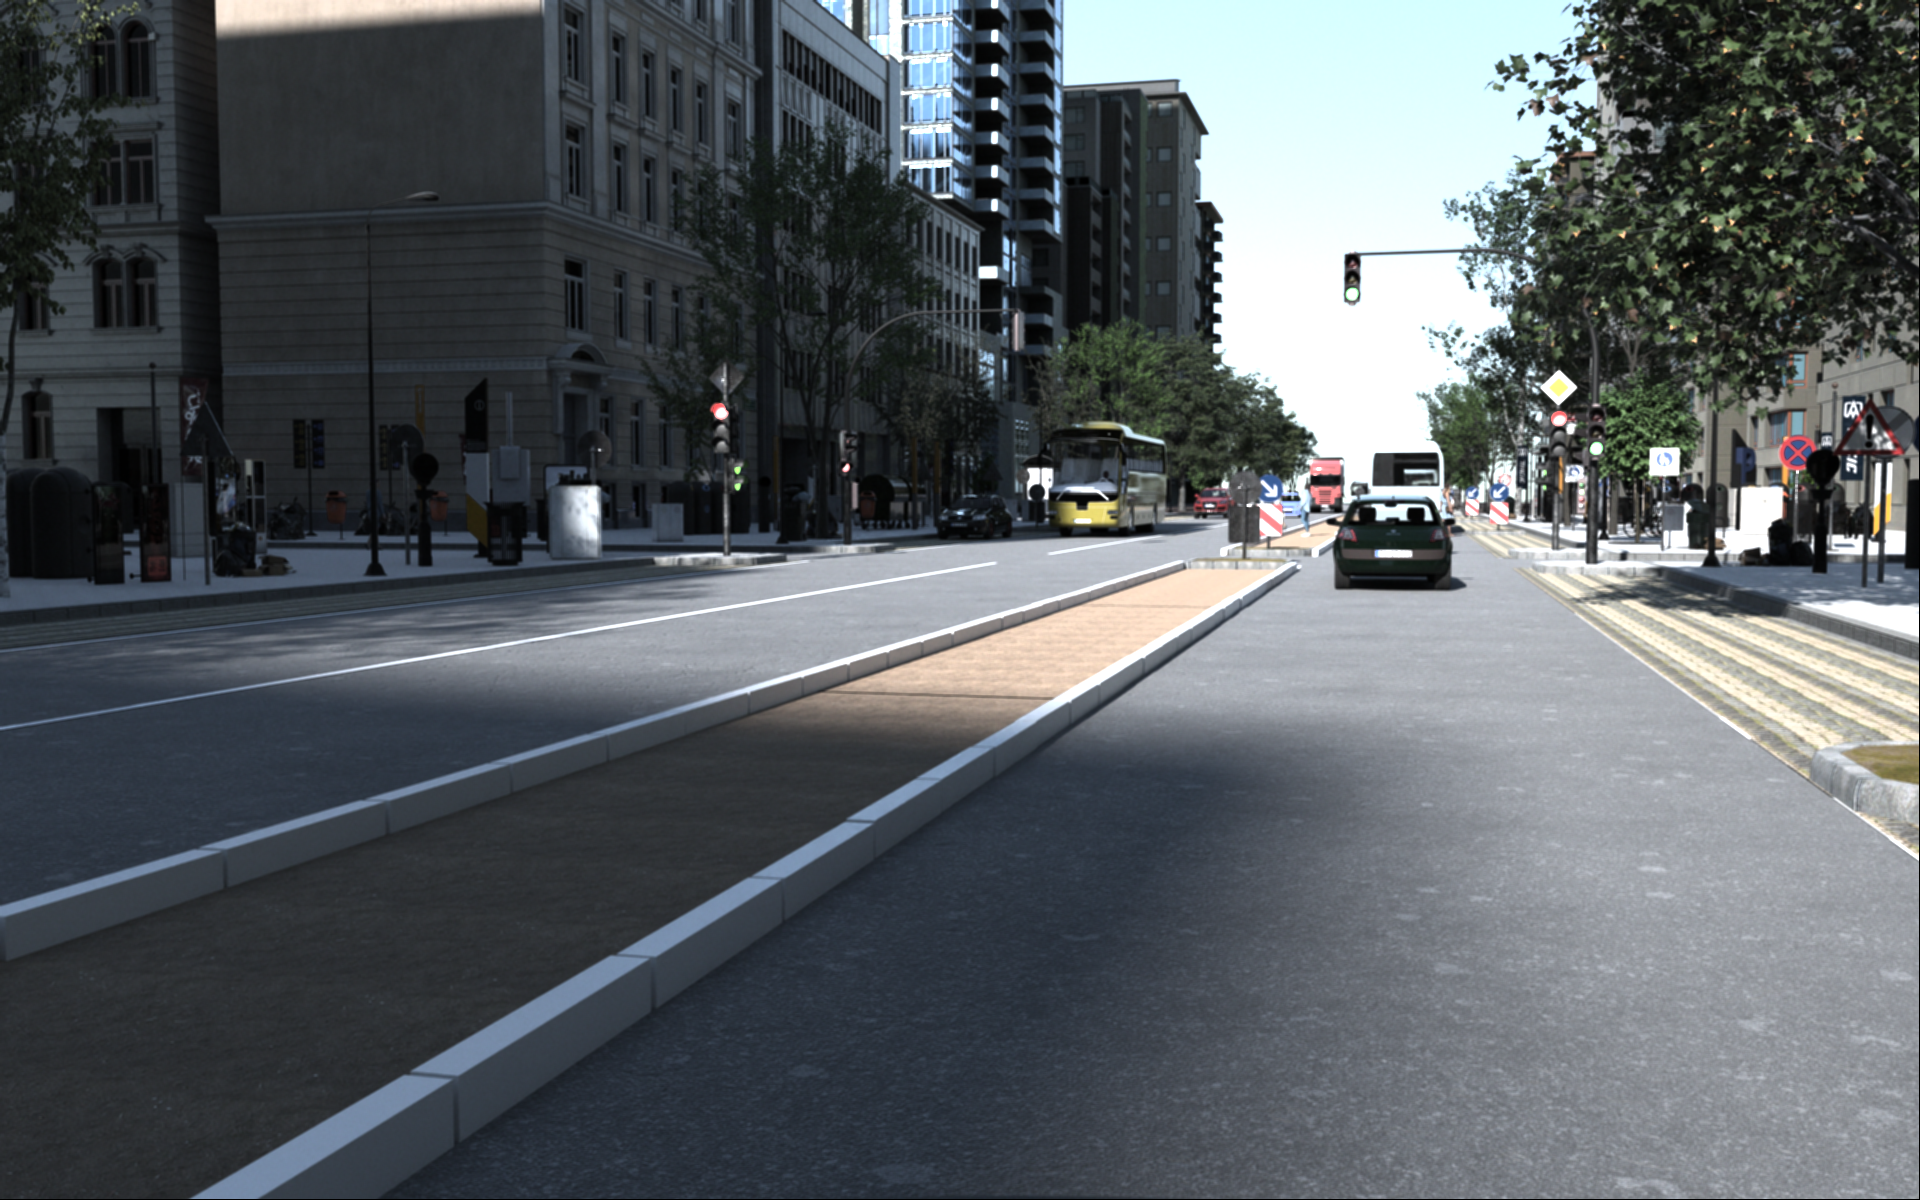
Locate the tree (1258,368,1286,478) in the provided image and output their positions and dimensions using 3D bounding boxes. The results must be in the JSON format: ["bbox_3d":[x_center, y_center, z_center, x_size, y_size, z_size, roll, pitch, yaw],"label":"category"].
[{"bbox_3d":[28.088,-16.373,174.359,9.857,13.997,8.962,0,3,0],"label":"tree"}]

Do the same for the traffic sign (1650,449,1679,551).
[{"bbox_3d":[15.774,-2.245,38.829,0.606,2.300,0.079,1,4,23],"label":"traffic sign"}]

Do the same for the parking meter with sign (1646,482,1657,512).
[{"bbox_3d":[42.445,-6.816,107.699,1.738,3.016,0.543,2,4,25],"label":"parking meter with sign"}]

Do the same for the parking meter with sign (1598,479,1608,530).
[{"bbox_3d":[23.228,-4.074,62.867,0.543,3.016,1.738,2,4,31],"label":"parking meter with sign"}]

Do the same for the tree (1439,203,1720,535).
[{"bbox_3d":[20.191,-7.292,53.631,8.767,10.594,7.601,3,5,39],"label":"tree"}]

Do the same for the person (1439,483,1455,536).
[{"bbox_3d":[16.378,-3.048,58.429,0.778,1.811,0.616,0,4,-7],"label":"person"}]

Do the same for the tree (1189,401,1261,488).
[{"bbox_3d":[24.194,-13.774,159.612,7.601,10.594,8.767,-3,5,-43],"label":"tree"}]

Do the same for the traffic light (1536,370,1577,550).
[{"bbox_3d":[13.556,-3.086,39.379,0.839,4.253,0.868,1,4,14],"label":"traffic light"}]

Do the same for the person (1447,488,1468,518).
[{"bbox_3d":[29.793,-5.836,104.134,1.509,1.804,0.699,1,4,9],"label":"person"}]

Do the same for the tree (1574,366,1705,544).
[{"bbox_3d":[17.545,-3.733,44.741,4.285,4.588,4.351,0,3,0],"label":"tree"}]

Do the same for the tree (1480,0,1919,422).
[{"bbox_3d":[9.509,-6.036,15.691,9.611,12.733,9.660,0,3,0],"label":"tree"}]

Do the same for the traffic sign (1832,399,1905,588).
[{"bbox_3d":[12.417,-1.450,23.709,0.884,2.594,0.081,1,4,21],"label":"traffic sign"}]

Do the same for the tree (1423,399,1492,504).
[{"bbox_3d":[65.121,-19.508,225.605,9.857,13.997,8.962,0,3,0],"label":"tree"}]

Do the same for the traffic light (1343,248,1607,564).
[{"bbox_3d":[9.505,-3.509,32.033,4.771,5.953,1.251,1,4,14],"label":"traffic light"}]

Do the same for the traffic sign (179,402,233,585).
[{"bbox_3d":[-10.622,-1.491,24.384,0.884,2.594,0.081,1,4,16],"label":"traffic sign"}]

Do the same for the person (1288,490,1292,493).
[{"bbox_3d":[22.460,-6.685,118.618,0.721,1.723,1.217,2,4,25],"label":"person"}]

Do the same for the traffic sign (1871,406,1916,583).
[{"bbox_3d":[13.349,-1.525,25.038,0.768,2.556,0.104,1,4,18],"label":"traffic sign"}]

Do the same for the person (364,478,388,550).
[{"bbox_3d":[-14.624,-2.120,43.188,0.581,1.822,0.654,3,5,42],"label":"person"}]

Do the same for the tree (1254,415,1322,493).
[{"bbox_3d":[46.032,-19.298,241.278,9.928,11.665,9.643,0,3,0],"label":"tree"}]

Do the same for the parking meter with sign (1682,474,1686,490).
[{"bbox_3d":[45.038,-6.796,107.382,0.543,3.016,1.738,3,4,36],"label":"parking meter with sign"}]

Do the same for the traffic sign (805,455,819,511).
[{"bbox_3d":[-4.776,-3.477,56.952,0.768,2.556,0.104,1,4,21],"label":"traffic sign"}]

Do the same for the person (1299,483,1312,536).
[{"bbox_3d":[11.714,-3.046,58.566,0.793,1.790,0.793,0,4,0],"label":"person"}]

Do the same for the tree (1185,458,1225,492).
[{"bbox_3d":[20.896,-10.027,147.647,4.285,4.588,4.351,0,3,0],"label":"tree"}]

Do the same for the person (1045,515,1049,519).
[{"bbox_3d":[3.990,-3.517,71.494,0.738,1.151,1.012,-1,4,-19],"label":"person"}]

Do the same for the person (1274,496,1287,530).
[{"bbox_3d":[12.573,-3.633,68.244,0.624,1.780,0.694,2,4,28],"label":"person"}]

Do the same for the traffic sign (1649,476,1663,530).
[{"bbox_3d":[24.847,-3.808,62.263,0.884,2.594,0.081,1,4,22],"label":"traffic sign"}]

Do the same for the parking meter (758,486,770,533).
[{"bbox_3d":[-6.524,-3.012,57.663,0.372,1.533,0.369,0,3,0],"label":"parking meter"}]

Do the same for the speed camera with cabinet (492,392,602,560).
[{"bbox_3d":[-8.070,-2.419,33.881,2.038,3.252,0.660,-1,4,-8],"label":"speed camera with cabinet"}]

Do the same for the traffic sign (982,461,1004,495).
[{"bbox_3d":[1.261,-4.096,66.975,0.884,2.594,0.081,1,4,16],"label":"traffic sign"}]

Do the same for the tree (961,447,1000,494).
[{"bbox_3d":[1.147,-4.614,70.034,1.663,3.219,1.824,0,3,0],"label":"tree"}]

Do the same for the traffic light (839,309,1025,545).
[{"bbox_3d":[-0.774,-4.185,43.100,4.771,5.953,1.251,1,4,14],"label":"traffic light"}]

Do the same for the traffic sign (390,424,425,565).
[{"bbox_3d":[-10.034,-1.915,31.408,0.768,2.556,0.104,1,4,22],"label":"traffic sign"}]

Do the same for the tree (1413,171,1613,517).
[{"bbox_3d":[32.799,-14.860,98.843,12.611,20.169,13.585,0,3,0],"label":"tree"}]

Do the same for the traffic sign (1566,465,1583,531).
[{"bbox_3d":[21.315,-3.547,60.121,0.606,2.300,0.079,1,4,19],"label":"traffic sign"}]

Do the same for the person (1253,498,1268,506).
[{"bbox_3d":[12.809,-3.969,73.746,0.623,1.781,0.721,-2,4,-25],"label":"person"}]

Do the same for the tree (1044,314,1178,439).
[{"bbox_3d":[8.910,-10.764,101.753,9.928,11.665,9.643,0,3,0],"label":"tree"}]

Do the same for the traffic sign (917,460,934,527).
[{"bbox_3d":[-1.434,-4.080,66.712,0.884,2.594,0.081,1,4,20],"label":"traffic sign"}]

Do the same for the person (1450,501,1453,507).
[{"bbox_3d":[26.484,-4.919,93.601,0.352,1.250,0.332,1,4,17],"label":"person"}]

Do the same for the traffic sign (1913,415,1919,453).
[{"bbox_3d":[14.333,-1.546,25.386,0.768,2.556,0.104,1,4,21],"label":"traffic sign"}]

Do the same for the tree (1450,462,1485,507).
[{"bbox_3d":[51.426,-11.706,175.098,4.285,4.588,4.351,0,3,0],"label":"tree"}]

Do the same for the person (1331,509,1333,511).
[{"bbox_3d":[31.489,-8.416,146.042,1.348,1.831,0.705,0,4,4],"label":"person"}]

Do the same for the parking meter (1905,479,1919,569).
[{"bbox_3d":[16.447,-1.303,29.721,0.372,1.533,0.369,0,3,0],"label":"parking meter"}]

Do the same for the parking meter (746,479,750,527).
[{"bbox_3d":[-8.342,-3.753,67.076,0.399,1.863,0.255,2,4,33],"label":"parking meter"}]

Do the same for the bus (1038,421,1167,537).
[{"bbox_3d":[5.368,-4.299,61.827,2.896,3.916,12.252,1,4,14],"label":"bus"}]

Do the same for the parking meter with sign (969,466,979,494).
[{"bbox_3d":[1.271,-6.777,107.056,0.543,3.016,1.738,-2,4,-34],"label":"parking meter with sign"}]

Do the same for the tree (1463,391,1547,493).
[{"bbox_3d":[36.931,-10.133,116.039,4.360,8.622,3.978,0,3,0],"label":"tree"}]

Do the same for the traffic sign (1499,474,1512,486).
[{"bbox_3d":[34.675,-6.732,110.177,0.768,2.556,0.104,1,4,22],"label":"traffic sign"}]

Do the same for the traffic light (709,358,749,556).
[{"bbox_3d":[-4.824,-2.871,35.860,0.839,4.253,0.868,1,4,14],"label":"traffic light"}]

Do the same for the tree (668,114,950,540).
[{"bbox_3d":[-4.049,-7.539,49.022,9.928,11.665,9.643,0,3,0],"label":"tree"}]

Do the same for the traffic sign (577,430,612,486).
[{"bbox_3d":[-7.295,-2.104,34.511,0.768,2.556,0.104,1,4,17],"label":"traffic sign"}]

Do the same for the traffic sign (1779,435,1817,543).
[{"bbox_3d":[18.095,-2.285,37.472,0.768,2.556,0.104,1,4,15],"label":"traffic sign"}]

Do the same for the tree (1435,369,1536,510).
[{"bbox_3d":[43.645,-13.258,142.530,9.928,11.665,9.643,0,3,0],"label":"tree"}]

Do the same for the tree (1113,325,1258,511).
[{"bbox_3d":[16.639,-13.676,130.265,9.857,13.997,8.962,0,3,0],"label":"tree"}]

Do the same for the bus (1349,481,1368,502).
[{"bbox_3d":[55.252,-14.921,238.818,2.948,3.499,13.247,1,4,13],"label":"bus"}]

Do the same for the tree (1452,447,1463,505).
[{"bbox_3d":[61.562,-15.961,211.332,4.360,8.622,3.978,0,3,0],"label":"tree"}]

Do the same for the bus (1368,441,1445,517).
[{"bbox_3d":[17.323,-4.416,67.060,2.948,3.499,13.247,1,4,15],"label":"bus"}]

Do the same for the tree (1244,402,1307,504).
[{"bbox_3d":[37.816,-17.772,208.705,7.486,12.596,7.792,0,3,0],"label":"tree"}]

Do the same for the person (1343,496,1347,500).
[{"bbox_3d":[31.074,-8.165,141.937,1.348,1.831,0.705,0,4,4],"label":"person"}]

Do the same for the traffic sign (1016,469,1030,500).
[{"bbox_3d":[3.165,-5.333,87.305,0.768,2.556,0.104,1,4,22],"label":"traffic sign"}]
